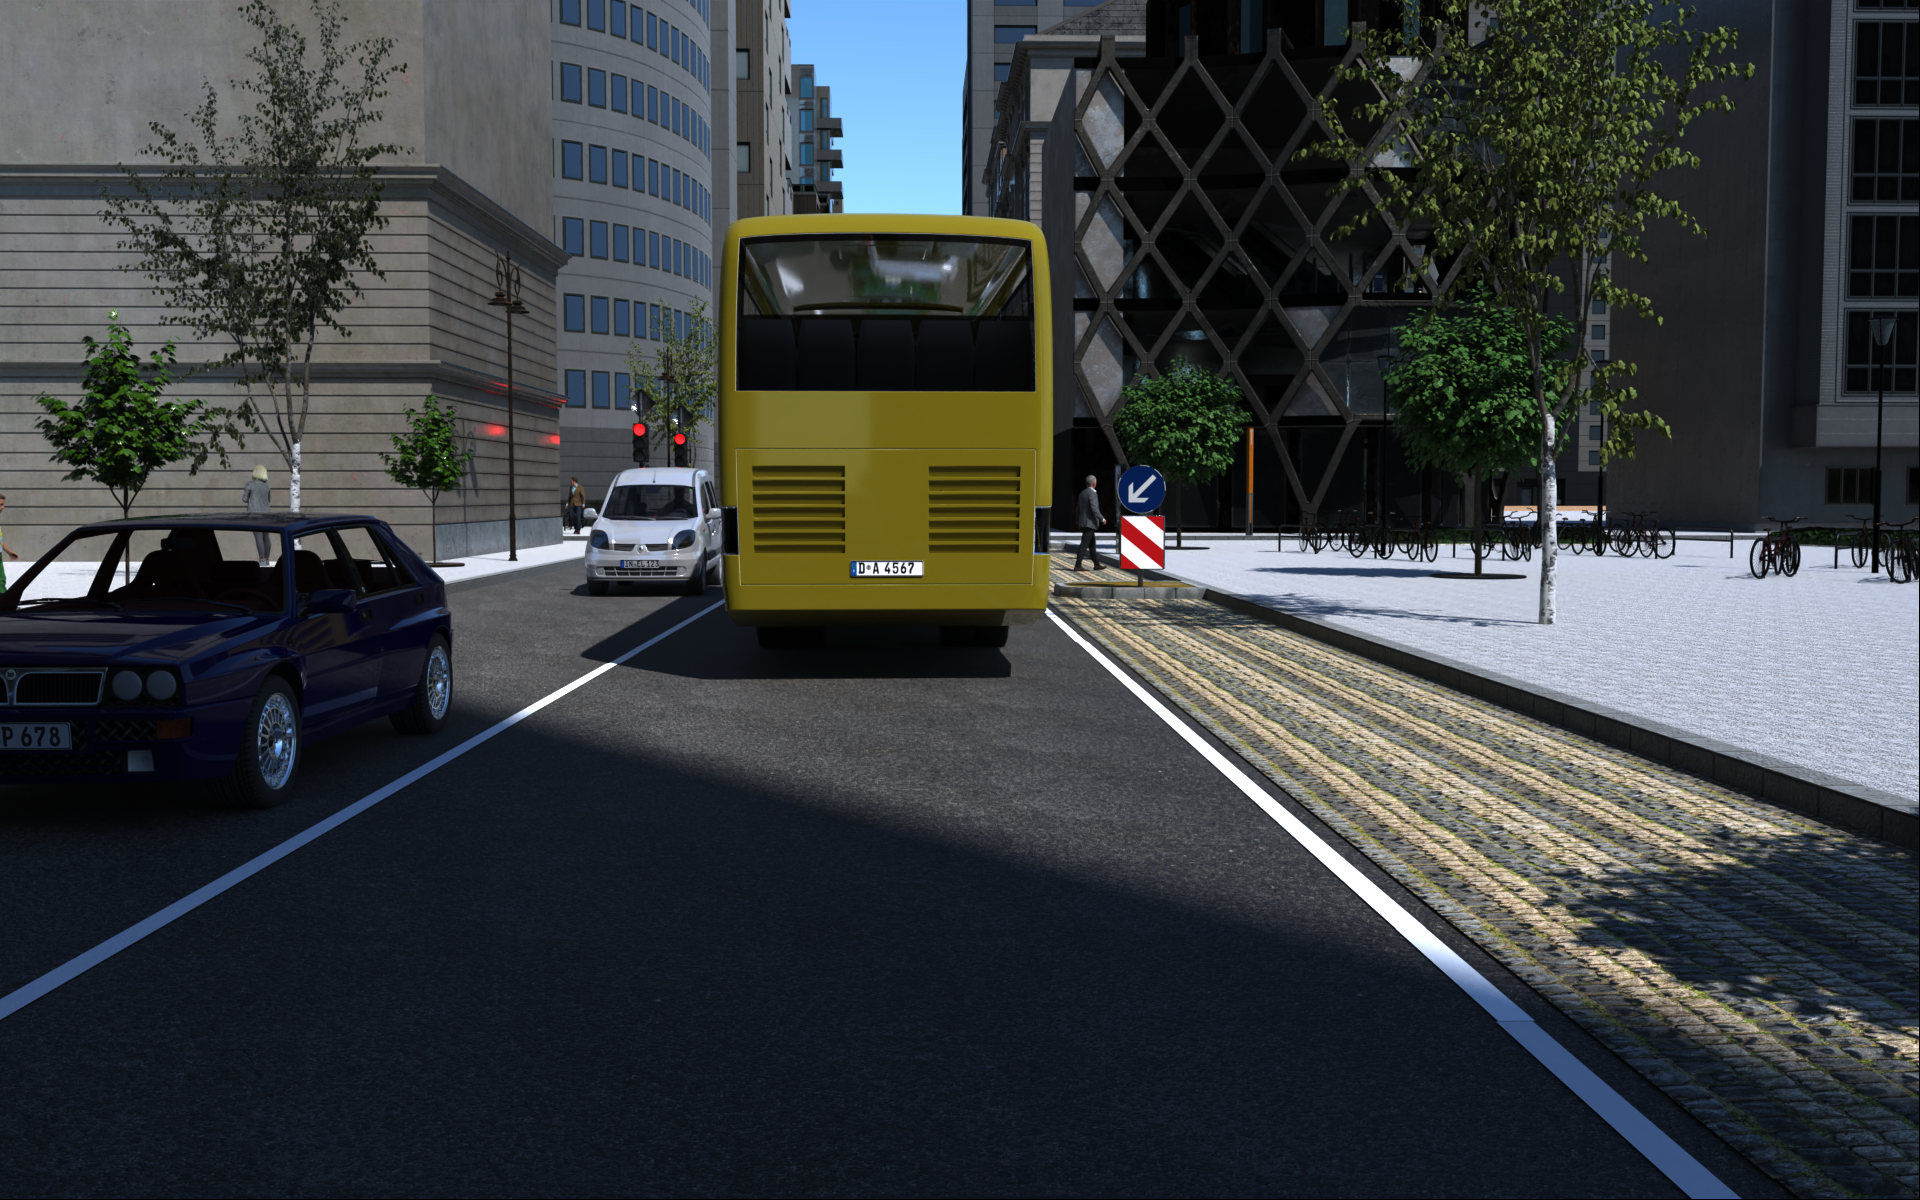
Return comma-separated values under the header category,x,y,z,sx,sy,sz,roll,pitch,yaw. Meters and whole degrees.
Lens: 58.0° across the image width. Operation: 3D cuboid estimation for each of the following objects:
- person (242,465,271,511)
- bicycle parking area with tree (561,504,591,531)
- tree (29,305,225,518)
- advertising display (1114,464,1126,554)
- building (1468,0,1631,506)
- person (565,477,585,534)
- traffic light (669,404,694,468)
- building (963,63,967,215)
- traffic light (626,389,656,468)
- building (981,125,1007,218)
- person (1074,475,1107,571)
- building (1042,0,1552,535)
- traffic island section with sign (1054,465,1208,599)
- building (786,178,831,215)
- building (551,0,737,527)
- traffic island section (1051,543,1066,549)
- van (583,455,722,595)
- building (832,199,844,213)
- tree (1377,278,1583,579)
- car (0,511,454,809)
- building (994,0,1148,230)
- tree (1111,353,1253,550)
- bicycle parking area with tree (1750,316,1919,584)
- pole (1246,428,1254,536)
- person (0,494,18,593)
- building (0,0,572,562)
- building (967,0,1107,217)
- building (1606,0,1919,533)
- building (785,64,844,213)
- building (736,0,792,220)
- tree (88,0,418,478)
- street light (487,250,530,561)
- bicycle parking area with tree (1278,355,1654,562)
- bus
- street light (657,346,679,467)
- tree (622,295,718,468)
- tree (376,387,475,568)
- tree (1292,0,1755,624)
category,x,y,z,sx,sy,sz,roll,pitch,yaw
person,-12.550,-1.507,30.871,0.526,1.800,0.537,3,5,41
bicycle parking area with tree,-17.328,-4.556,61.489,8.231,4.147,9.016,1,4,9
tree,-8.814,-1.431,17.993,1.663,3.219,1.824,0,3,0
advertising display,3.435,-1.952,37.130,0.123,1.923,0.974,0,4,-3
building,62.776,-46.342,195.938,20.611,71.187,20.563,0,4,-2
person,-12.306,-3.025,55.415,0.656,1.842,0.836,0,4,-8
traffic light,-8.682,-3.986,54.087,0.839,4.253,0.868,0,4,-2
building,11.225,-34.046,180.355,21.300,48.544,21.600,0,4,-2
traffic light,-8.463,-3.497,46.105,0.839,4.253,0.868,0,4,-2
building,8.505,-20.413,119.651,13.634,28.700,20.117,0,4,-2
person,2.454,-1.418,32.085,0.834,1.777,0.661,-2,4,-31
building,11.888,-11.908,62.142,16.811,18.784,16.820,0,4,-2
traffic island section with sign,2.353,-0.966,24.416,1.989,1.847,2.006,0,4,-2
building,-19.280,-23.783,160.558,14.160,30.474,14.107,0,4,-2
building,-22.094,-32.796,78.208,21.231,58.520,28.212,0,4,-2
traffic island section,1.735,-1.482,46.513,2.009,0.180,2.903,0,4,-2
van,-4.517,-1.156,25.914,2.013,2.044,4.112,0,4,-3
building,-18.194,-32.839,228.800,23.993,40.220,32.217,0,4,-2
tree,8.047,-2.626,26.646,4.285,4.588,4.351,0,3,0
car,-3.974,0.213,9.105,1.945,1.354,3.894,0,4,0
building,9.305,-18.969,97.530,14.401,28.519,23.554,0,4,-2
tree,5.200,-3.469,40.426,4.285,4.588,4.351,0,3,0
bicycle parking area with tree,16.982,-2.412,26.446,9.016,4.147,8.231,-3,4,-37
pole,8.965,-3.654,53.589,0.158,3.312,0.155,0,3,0
person,-10.661,-0.533,19.004,0.590,1.304,0.306,-2,4,-35
building,-27.070,-13.421,38.523,34.723,24.649,14.460,0,4,-2
building,11.126,-37.503,155.178,21.231,58.520,28.212,0,4,-2
building,40.928,-14.856,61.965,30.058,24.678,14.314,0,4,-2
building,-28.384,-35.076,193.105,30.456,49.044,23.786,0,4,-2
building,-25.267,-32.101,114.097,28.713,52.752,27.495,0,4,-2
tree,-9.787,-4.558,24.885,4.360,8.622,3.978,0,3,0
street light,-8.578,-3.686,33.061,0.468,5.910,1.993,0,4,-2
bicycle parking area with tree,11.294,-3.042,36.740,8.231,4.147,9.016,0,4,-2
bus,-0.883,-1.682,19.045,2.896,3.916,12.252,0,4,-3
street light,-9.136,-4.987,54.318,0.468,5.910,1.993,0,4,-2
tree,-10.121,-6.908,63.305,4.737,8.622,4.395,0,3,0
tree,-9.260,-2.211,30.758,1.663,3.219,1.824,0,3,0
tree,5.608,-4.058,16.715,4.737,8.622,4.395,0,3,0
